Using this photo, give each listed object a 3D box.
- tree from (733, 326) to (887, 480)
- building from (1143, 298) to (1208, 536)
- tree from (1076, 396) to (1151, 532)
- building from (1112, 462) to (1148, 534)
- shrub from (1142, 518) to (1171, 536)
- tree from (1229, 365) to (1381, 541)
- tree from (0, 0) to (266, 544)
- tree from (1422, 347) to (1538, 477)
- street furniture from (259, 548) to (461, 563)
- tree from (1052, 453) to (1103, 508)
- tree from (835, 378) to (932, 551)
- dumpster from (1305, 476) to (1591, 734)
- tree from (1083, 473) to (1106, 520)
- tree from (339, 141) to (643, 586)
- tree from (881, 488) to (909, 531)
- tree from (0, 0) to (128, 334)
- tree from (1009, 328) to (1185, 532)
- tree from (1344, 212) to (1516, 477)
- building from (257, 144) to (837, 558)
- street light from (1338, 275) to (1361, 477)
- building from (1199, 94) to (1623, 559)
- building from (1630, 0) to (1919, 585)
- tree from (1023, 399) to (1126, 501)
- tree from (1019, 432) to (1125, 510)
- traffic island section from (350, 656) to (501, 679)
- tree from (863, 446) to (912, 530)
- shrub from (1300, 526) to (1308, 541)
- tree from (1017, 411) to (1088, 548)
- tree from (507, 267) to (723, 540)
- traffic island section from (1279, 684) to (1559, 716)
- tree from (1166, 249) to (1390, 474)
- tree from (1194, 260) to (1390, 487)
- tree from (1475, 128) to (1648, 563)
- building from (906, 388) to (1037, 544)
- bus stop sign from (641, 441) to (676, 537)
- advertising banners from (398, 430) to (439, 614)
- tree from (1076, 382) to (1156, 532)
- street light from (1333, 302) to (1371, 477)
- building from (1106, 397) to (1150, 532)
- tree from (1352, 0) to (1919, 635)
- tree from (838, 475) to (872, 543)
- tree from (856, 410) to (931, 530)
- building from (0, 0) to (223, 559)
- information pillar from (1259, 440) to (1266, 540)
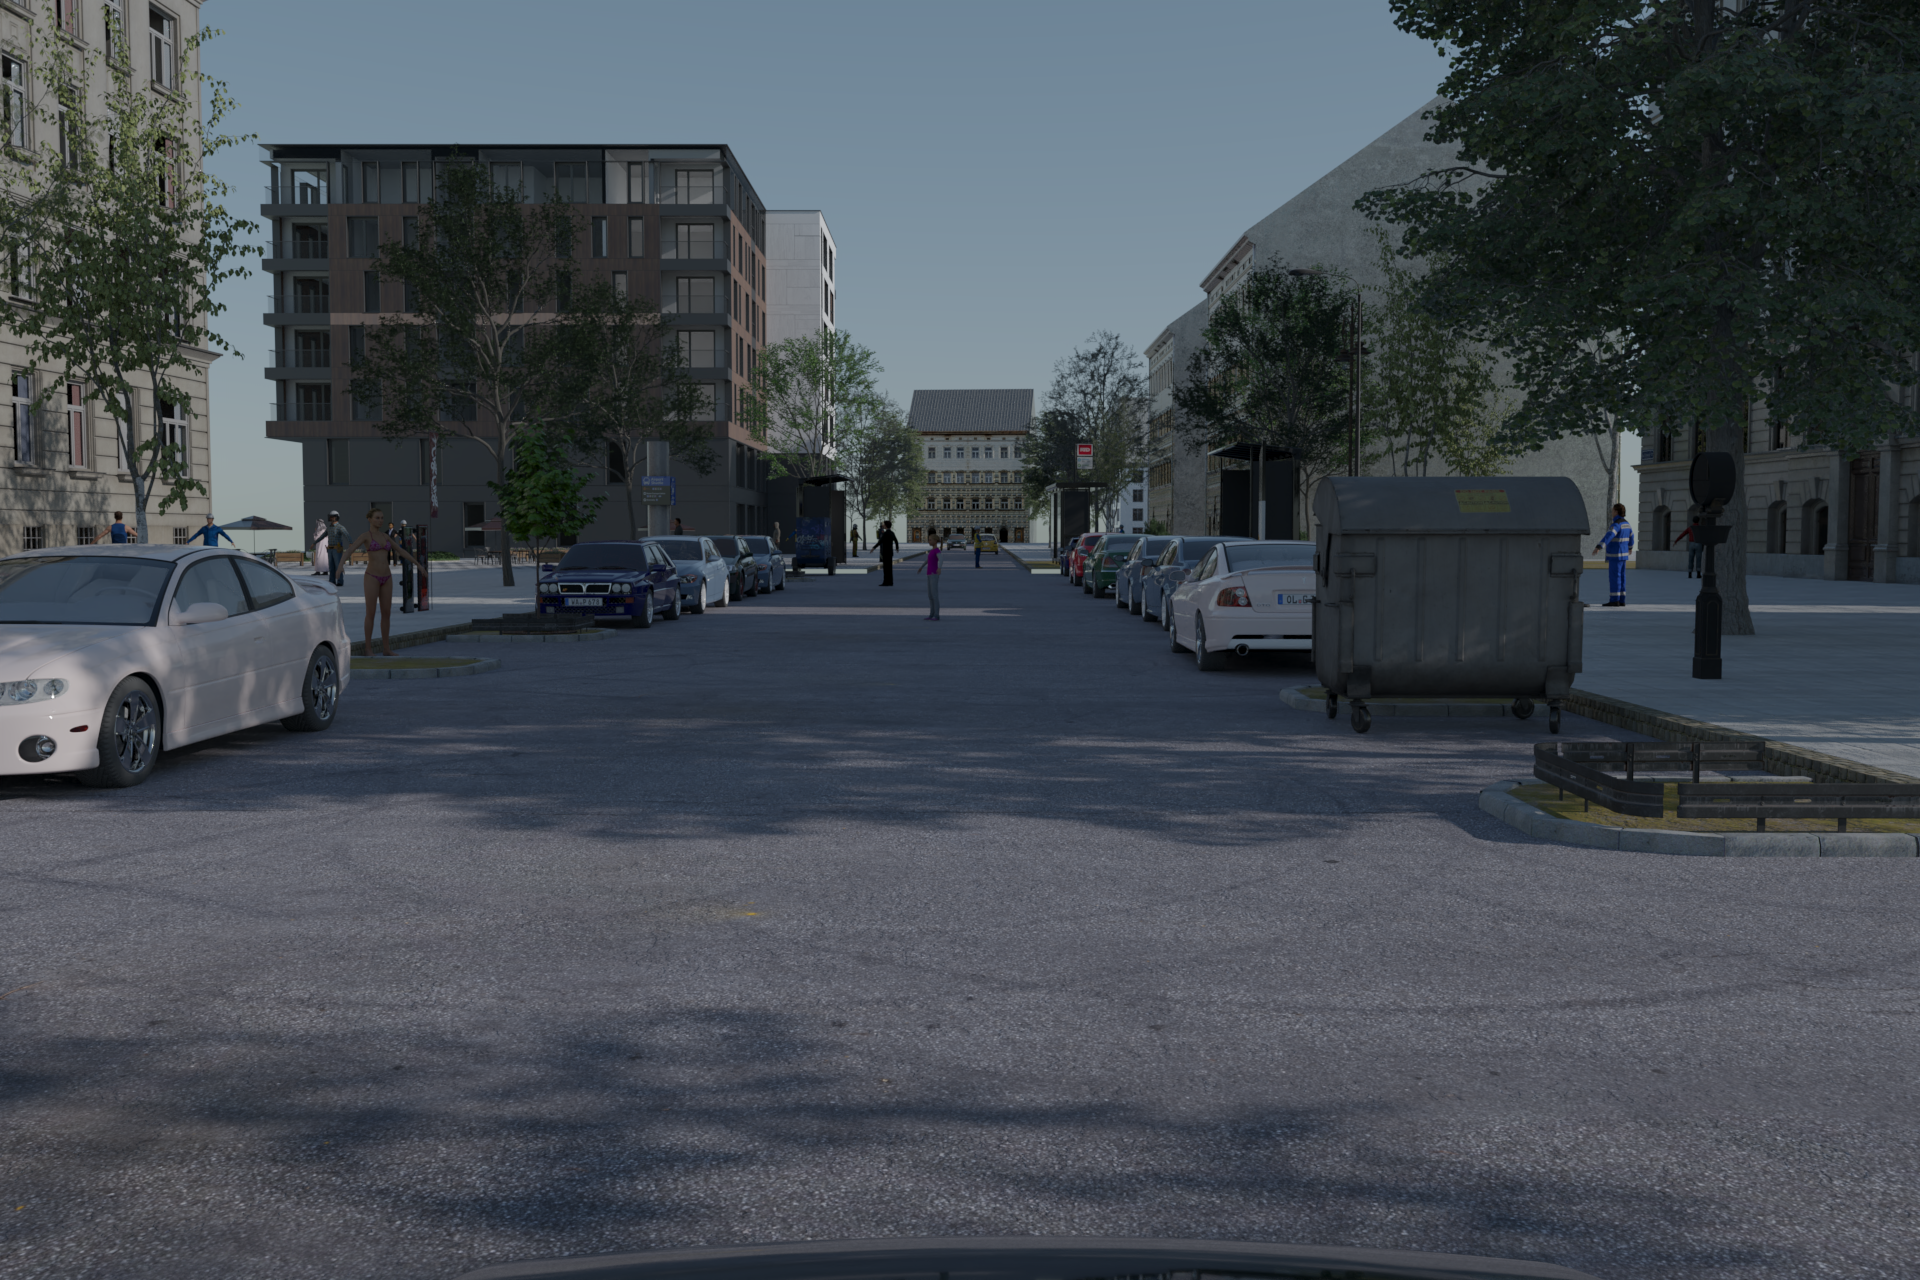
[{"bbox_3d":[-7.346,-9.767,85.446,9.928,11.665,9.643,0,3,0],"label":"tree"},{"bbox_3d":[24.872,-18.600,135.034,19.493,23.208,18.063,0,4,1],"label":"building"},{"bbox_3d":[7.777,-8.729,93.078,4.360,8.622,3.978,0,3,0],"label":"tree"},{"bbox_3d":[23.195,-15.944,202.834,9.099,9.664,28.070,0,4,1],"label":"building"},{"bbox_3d":[8.431,-4.313,74.929,1.690,2.028,1.600,0,3,0],"label":"shrub"},{"bbox_3d":[16.335,-9.047,82.331,7.601,10.594,8.767,1,4,9],"label":"tree"},{"bbox_3d":[-11.382,-4.476,23.541,4.737,8.622,4.395,0,3,0],"label":"tree"},{"bbox_3d":[19.958,-7.165,67.509,4.737,8.622,4.395,0,3,0],"label":"tree"},{"bbox_3d":[-27.368,-3.974,80.601,5.734,0.657,10.072,3,5,40],"label":"street furniture"},{"bbox_3d":[8.493,-10.946,129.335,4.737,8.622,4.395,0,3,0],"label":"tree"},{"bbox_3d":[-7.549,-13.729,134.833,12.009,13.543,11.850,0,3,0],"label":"tree"},{"bbox_3d":[3.589,-0.287,12.905,1.865,1.857,1.264,0,4,1],"label":"dumpster"},{"bbox_3d":[20.175,-21.135,255.932,12.009,13.543,11.850,0,3,0],"label":"tree"},{"bbox_3d":[-11.419,-6.590,42.163,7.601,10.594,8.767,-1,4,-21],"label":"tree"},{"bbox_3d":[-7.169,-13.417,169.727,4.360,8.622,3.978,0,3,0],"label":"tree"},{"bbox_3d":[-11.993,-4.162,18.405,4.360,8.622,3.978,0,3,0],"label":"tree"},{"bbox_3d":[8.220,-11.755,102.557,12.009,13.543,11.850,0,3,0],"label":"tree"},{"bbox_3d":[10.469,-5.455,39.554,4.737,8.622,4.395,0,3,0],"label":"tree"},{"bbox_3d":[-22.719,-16.108,107.343,27.936,21.610,32.646,0,3,0],"label":"building"},{"bbox_3d":[7.520,-3.539,30.402,1.470,5.913,1.316,0,4,1],"label":"street light"},{"bbox_3d":[24.098,-16.207,95.919,19.493,23.208,18.063,0,4,1],"label":"building"},{"bbox_3d":[29.778,-13.860,45.701,14.460,24.649,34.723,0,4,0],"label":"building"},{"bbox_3d":[7.988,-11.273,118.732,7.601,10.594,8.767,-3,5,-44],"label":"tree"},{"bbox_3d":[8.997,-12.699,142.043,8.767,10.594,7.601,-1,4,-18],"label":"tree"},{"bbox_3d":[-5.930,0.290,18.122,1.991,0.108,1.994,0,4,2],"label":"traffic island section"},{"bbox_3d":[-6.645,-11.885,144.680,4.360,8.622,3.978,0,3,0],"label":"tree"},{"bbox_3d":[14.417,-4.395,75.901,1.661,2.075,1.752,0,3,0],"label":"shrub"},{"bbox_3d":[8.604,-14.714,158.695,7.486,12.596,7.792,0,3,0],"label":"tree"},{"bbox_3d":[-11.818,-7.748,61.099,7.601,10.594,8.767,1,4,9],"label":"tree"},{"bbox_3d":[3.753,0.504,14.621,1.991,0.108,1.994,0,4,2],"label":"traffic island section"},{"bbox_3d":[10.472,-7.549,57.840,8.767,10.594,7.601,3,4,39],"label":"tree"},{"bbox_3d":[12.780,-8.650,67.189,9.928,11.665,9.643,0,3,0],"label":"tree"},{"bbox_3d":[29.741,-13.594,78.157,12.611,20.169,13.585,0,3,0],"label":"tree"},{"bbox_3d":[2.046,-26.148,260.900,18.063,23.208,19.493,0,4,6],"label":"building"},{"bbox_3d":[-8.602,-3.696,49.445,0.837,3.901,0.837,0,3,0],"label":"bus stop sign"},{"bbox_3d":[-8.958,-1.994,28.784,0.090,3.025,2.074,0,4,1],"label":"advertising banners"},{"bbox_3d":[7.350,-8.158,83.744,4.360,8.622,3.978,0,3,0],"label":"tree"},{"bbox_3d":[7.820,-3.786,34.693,0.468,5.910,1.993,0,4,1],"label":"street light"},{"bbox_3d":[28.989,-22.372,232.246,16.747,18.905,31.486,0,4,1],"label":"building"},{"bbox_3d":[9.775,-7.042,21.789,9.857,13.997,8.962,0,3,0],"label":"tree"},{"bbox_3d":[-16.099,-19.861,259.145,7.601,10.594,8.767,0,4,8],"label":"tree"},{"bbox_3d":[-6.116,-14.681,158.166,7.486,12.596,7.792,0,3,0],"label":"tree"},{"bbox_3d":[-30.188,-12.623,38.401,16.112,23.069,30.059,0,3,0],"label":"building"},{"bbox_3d":[7.559,-3.179,43.338,0.183,3.616,0.504,0,4,1],"label":"information pillar"}]
